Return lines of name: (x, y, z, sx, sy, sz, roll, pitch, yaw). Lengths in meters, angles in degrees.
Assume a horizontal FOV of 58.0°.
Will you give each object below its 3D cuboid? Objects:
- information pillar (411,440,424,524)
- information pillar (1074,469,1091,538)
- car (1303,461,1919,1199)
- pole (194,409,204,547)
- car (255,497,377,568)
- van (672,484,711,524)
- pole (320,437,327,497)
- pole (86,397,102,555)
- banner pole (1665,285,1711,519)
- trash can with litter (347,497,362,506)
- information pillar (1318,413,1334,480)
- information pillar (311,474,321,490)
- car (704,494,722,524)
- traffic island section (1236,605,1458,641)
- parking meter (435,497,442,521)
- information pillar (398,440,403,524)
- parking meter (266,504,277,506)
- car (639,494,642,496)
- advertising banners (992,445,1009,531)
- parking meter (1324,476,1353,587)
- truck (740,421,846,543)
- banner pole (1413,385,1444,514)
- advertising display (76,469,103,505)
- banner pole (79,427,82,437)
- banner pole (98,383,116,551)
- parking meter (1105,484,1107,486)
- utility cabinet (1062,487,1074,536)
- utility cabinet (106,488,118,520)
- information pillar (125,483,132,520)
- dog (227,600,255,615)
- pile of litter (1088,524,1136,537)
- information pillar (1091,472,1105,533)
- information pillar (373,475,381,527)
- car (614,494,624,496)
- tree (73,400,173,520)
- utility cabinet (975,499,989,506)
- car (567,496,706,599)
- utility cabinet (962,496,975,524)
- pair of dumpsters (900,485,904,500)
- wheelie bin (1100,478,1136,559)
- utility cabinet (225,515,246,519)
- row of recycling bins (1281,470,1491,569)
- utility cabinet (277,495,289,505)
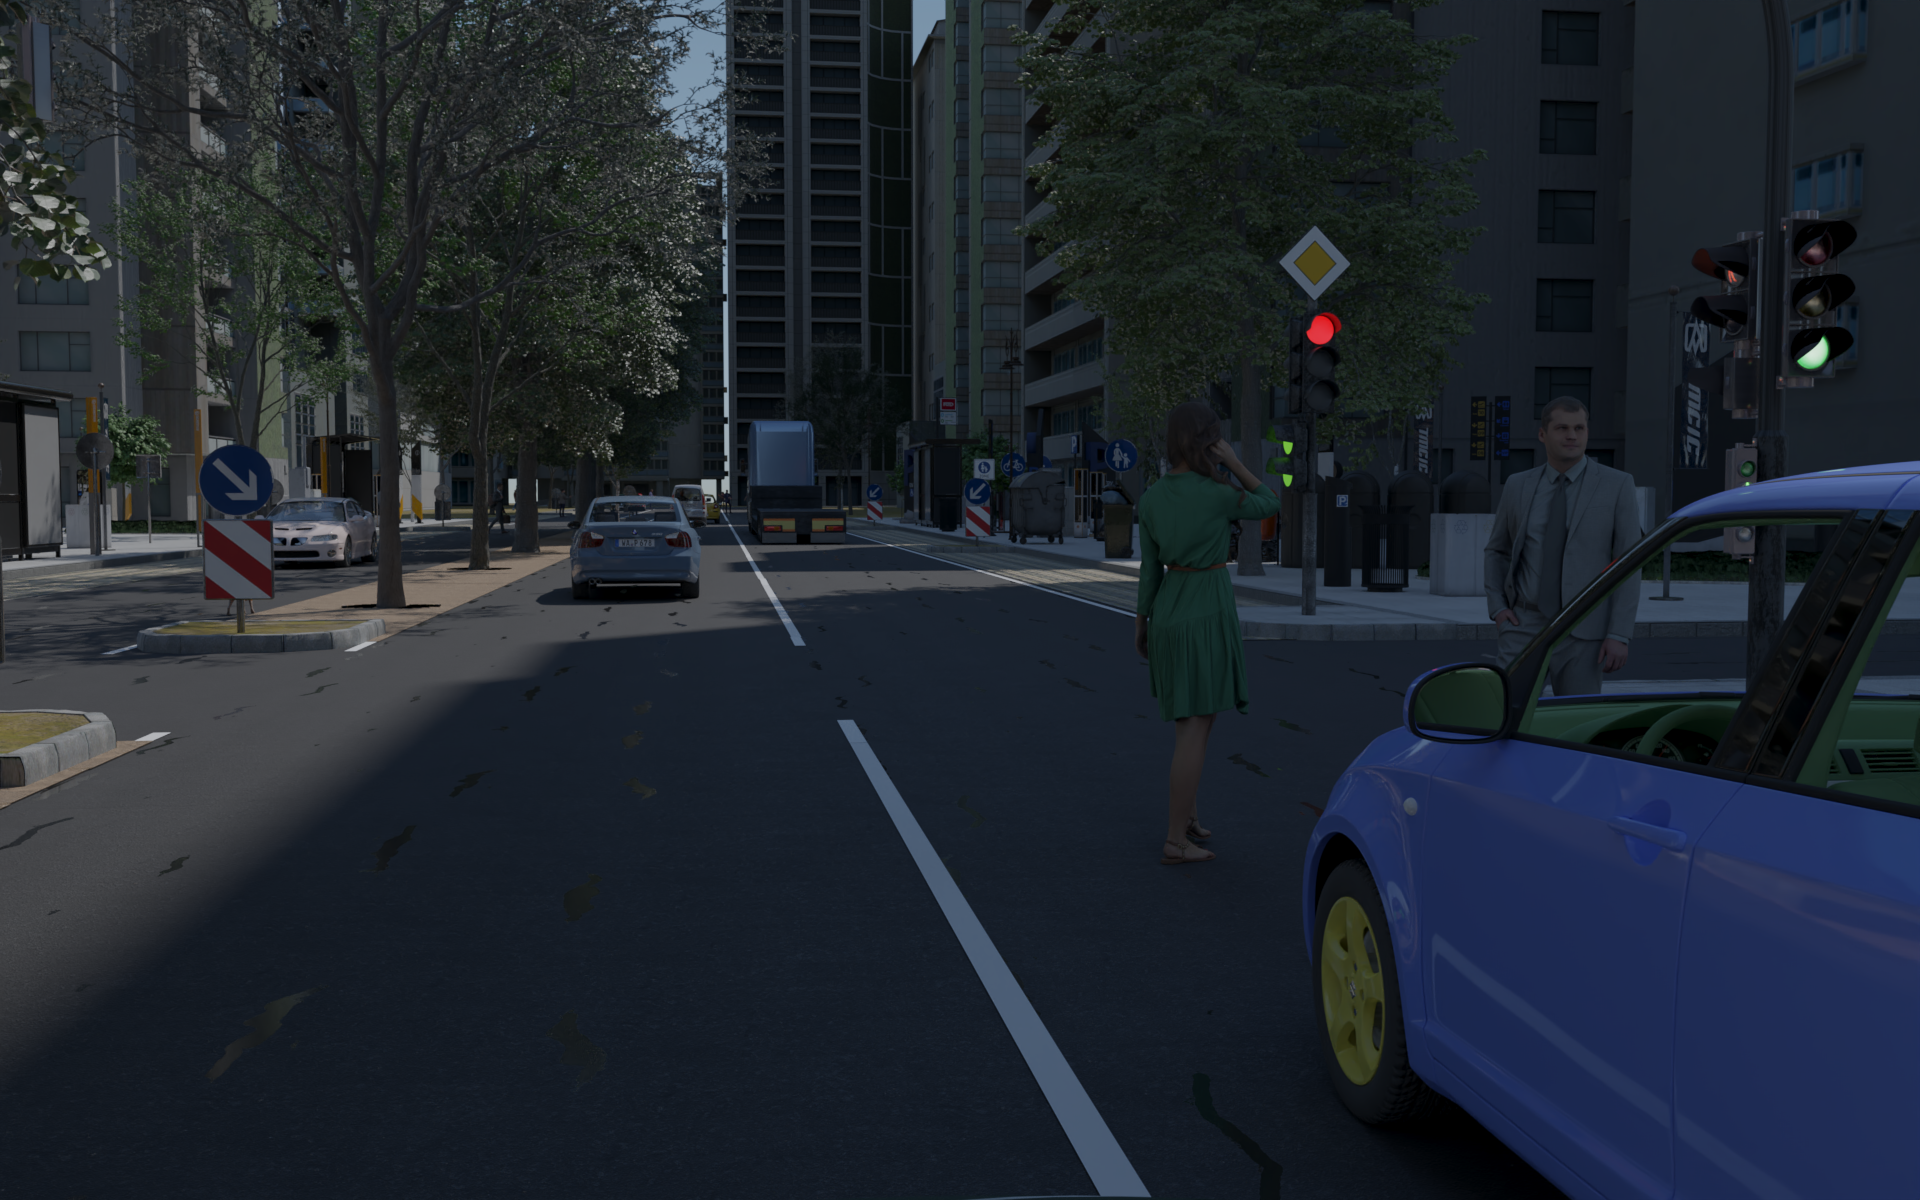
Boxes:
information pillar: (-23.528, -5.118, 75.035, 0.504, 3.616, 0.183, 1, 4, 18)
information pillar: (3.510, -2.802, 50.307, 0.304, 2.012, 0.304, 3, 4, 36)
car: (1.840, 0.406, 2.959, 1.945, 1.707, 3.694, 0, 4, -7)
pole: (-18.305, -2.926, 41.676, 0.158, 3.312, 0.155, 0, 3, 0)
car: (-13.047, -1.388, 35.063, 2.083, 1.381, 4.827, -1, 4, -9)
van: (-12.515, -4.456, 79.871, 2.013, 2.044, 4.112, 0, 4, -8)
pole: (-22.845, -4.182, 62.220, 0.158, 3.312, 0.155, 0, 3, 0)
pole: (-18.291, -2.613, 36.567, 0.158, 3.312, 0.155, 0, 3, 0)
banner pole: (8.765, -1.893, 20.966, 0.863, 3.779, 0.401, -2, 4, -25)
trash can with litter: (-22.598, -3.286, 65.115, 1.055, 1.170, 0.624, -3, 5, -43)
information pillar: (7.311, -2.645, 34.599, 0.183, 3.616, 0.504, -1, 4, -17)
information pillar: (-23.669, -3.631, 63.853, 0.304, 2.012, 0.304, 2, 4, 33)
car: (-12.644, -4.561, 84.792, 2.015, 1.641, 3.980, -1, 4, -9)
traffic island section: (3.718, 0.240, 18.362, 2.009, 0.180, 2.903, -1, 4, -8)
parking meter: (-24.944, -4.563, 83.015, 0.372, 1.533, 0.369, 0, 3, 0)
information pillar: (-24.355, -5.135, 75.306, 0.183, 3.616, 0.504, 0, 4, -1)
parking meter: (-19.673, -2.518, 49.579, 0.372, 1.533, 0.369, 0, 3, 0)
car: (-29.360, -8.997, 156.138, 2.155, 1.783, 4.494, 0, 4, -7)
advertising banners: (1.427, -3.955, 60.858, 0.090, 3.025, 2.074, 1, 4, 19)
parking meter: (5.245, -0.955, 24.023, 0.372, 1.533, 0.369, 0, 3, 0)
truck: (-5.749, -4.183, 58.154, 2.967, 4.110, 18.799, 0, 4, -8)
banner pole: (10.816, -3.049, 39.863, 0.863, 3.779, 0.401, 2, 4, 34)
advertising display: (-22.785, -2.458, 45.396, 0.974, 1.923, 0.123, 2, 4, 30)
banner pole: (-32.981, -4.596, 65.157, 0.401, 3.779, 0.863, -1, 4, -21)
banner pole: (-19.424, -3.020, 39.387, 0.401, 3.779, 0.863, -1, 4, -14)
parking meter: (3.830, -2.150, 43.559, 0.372, 1.533, 0.369, 0, 3, 0)
utility cabinet: (2.981, -2.683, 52.547, 0.318, 1.500, 1.173, -3, 4, -38)
utility cabinet: (-31.304, -3.327, 63.069, 1.173, 1.500, 0.318, 1, 4, 11)
information pillar: (-30.262, -4.374, 62.865, 0.504, 3.616, 0.183, 3, 4, 39)
dog: (-8.549, -0.079, 20.579, 0.406, 0.507, 0.540, -3, 5, -41)
pile of litter: (4.602, -2.306, 51.671, 1.176, 0.858, 1.719, -3, 5, -45)
information pillar: (4.536, -3.250, 57.635, 0.304, 2.012, 0.304, 3, 5, 43)
information pillar: (-22.367, -3.805, 66.706, 0.304, 2.012, 0.304, -3, 5, -39)
car: (-25.591, -7.427, 131.221, 2.009, 1.686, 4.222, -1, 4, -9)
tree: (-29.372, -4.710, 60.722, 4.285, 4.588, 4.351, 0, 3, 0)
utility cabinet: (0.987, -3.827, 71.258, 0.318, 1.500, 1.173, 2, 4, 25)
car: (-4.666, -0.796, 25.017, 2.014, 1.417, 4.499, -1, 4, -10)
utility cabinet: (0.489, -3.846, 74.051, 0.306, 1.237, 1.020, 3, 5, 44)
pair of dumpsters: (-1.836, -4.896, 82.535, 1.574, 2.255, 4.437, 0, 4, -8)
wheelie bin: (3.164, -1.635, 34.646, 0.693, 1.594, 0.980, 1, 4, 9)
utility cabinet: (-26.404, -3.191, 63.330, 1.020, 1.237, 0.306, 1, 4, 21)
row of recycling bins: (7.355, -1.398, 29.965, 3.534, 1.692, 1.069, 1, 4, 8)
utility cabinet: (-30.043, -4.011, 76.739, 0.306, 1.237, 1.020, 1, 4, 17)
